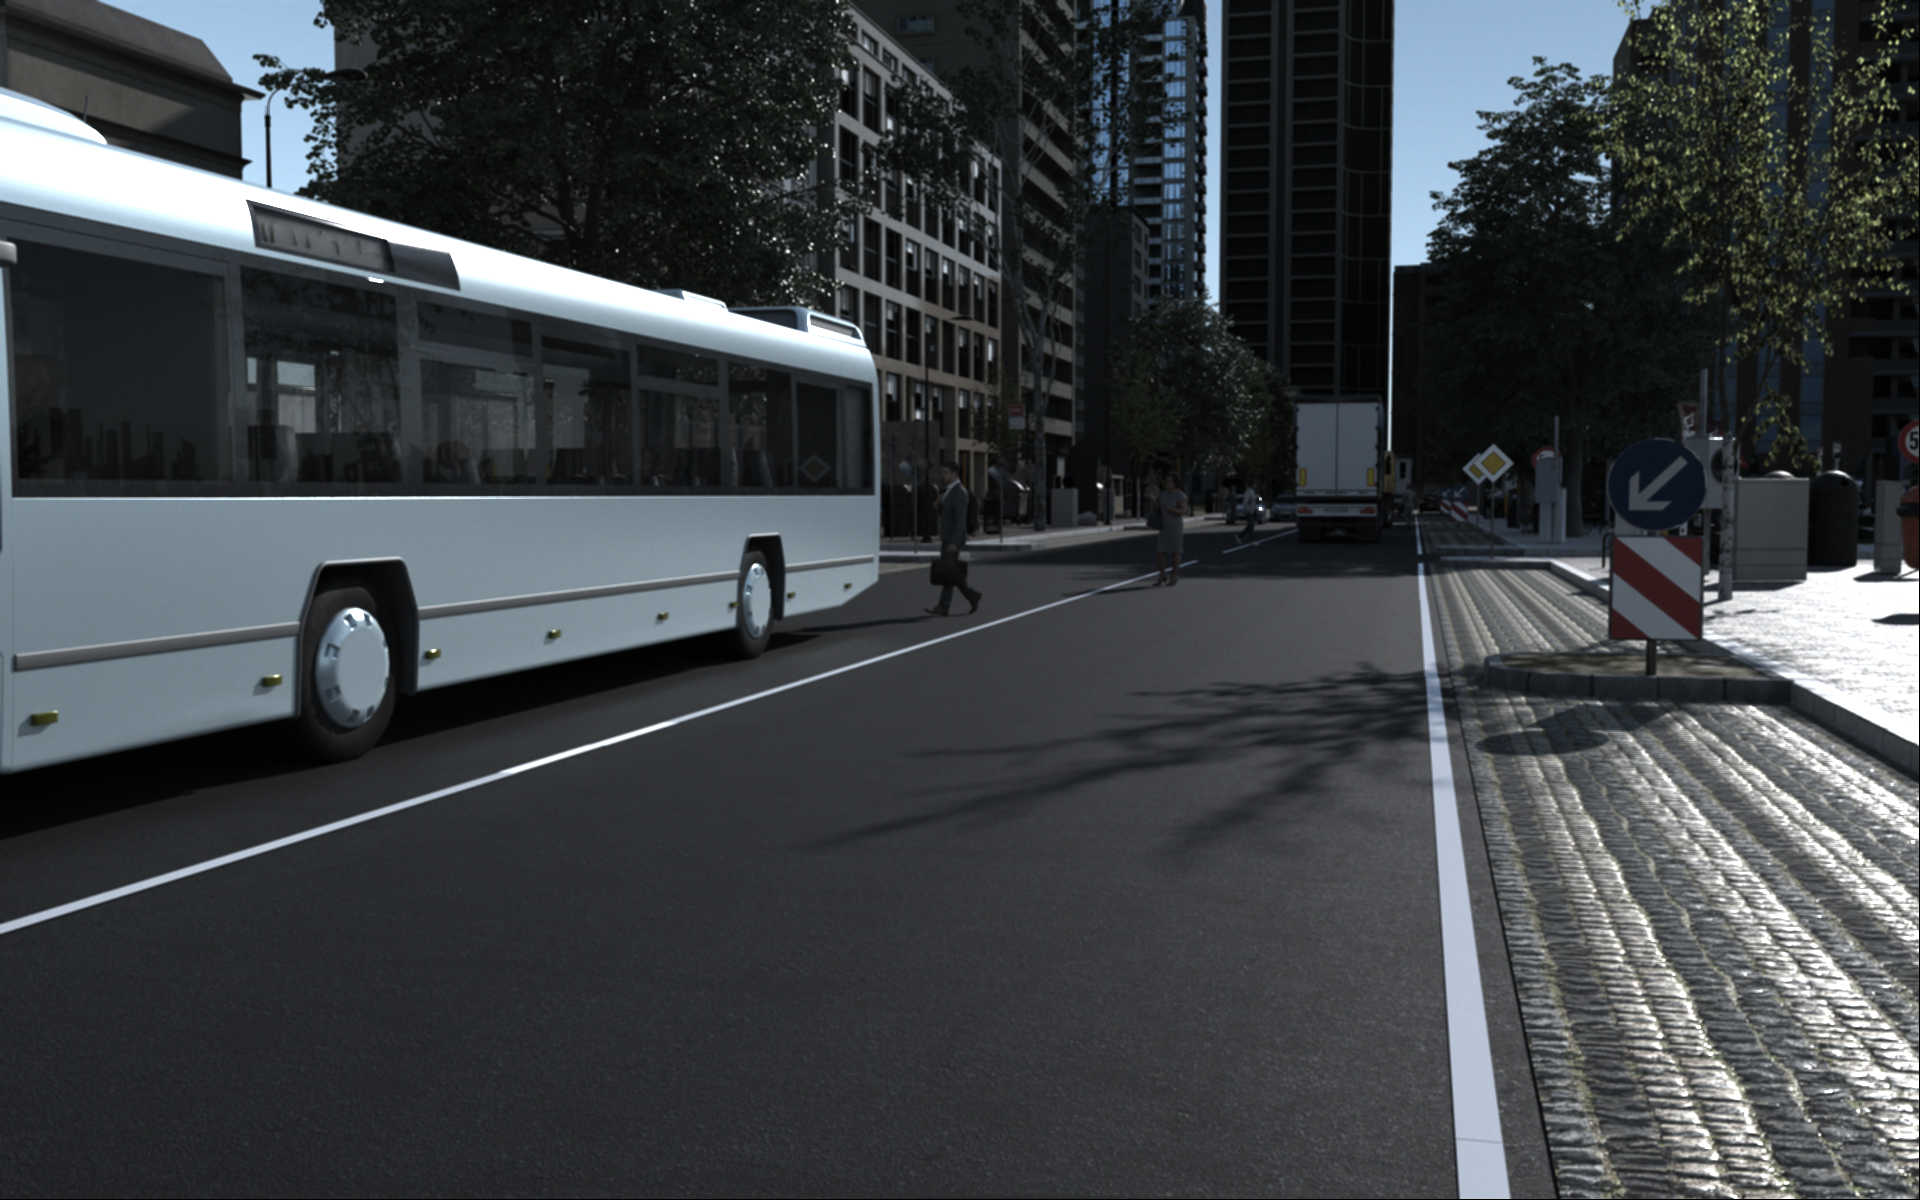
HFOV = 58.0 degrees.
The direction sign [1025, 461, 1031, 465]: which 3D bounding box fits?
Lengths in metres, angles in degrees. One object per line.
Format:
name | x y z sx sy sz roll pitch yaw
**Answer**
direction sign | 4.836 -7.767 118.990 0.876 3.537 0.379 3 5 41

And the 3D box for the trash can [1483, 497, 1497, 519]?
trash can | 27.257 -4.740 89.155 0.748 1.137 0.748 0 3 0

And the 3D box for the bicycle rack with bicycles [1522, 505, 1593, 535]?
bicycle rack with bicycles | 18.933 -2.546 55.012 2.852 0.926 2.925 3 5 43

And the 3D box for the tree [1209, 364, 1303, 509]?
tree | 26.440 -14.274 150.387 9.611 12.733 9.660 0 3 0

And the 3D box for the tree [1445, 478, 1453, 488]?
tree | 52.806 -11.678 185.542 1.663 3.219 1.824 0 3 0

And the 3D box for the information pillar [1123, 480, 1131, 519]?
information pillar | 8.737 -5.256 90.425 0.304 2.012 0.304 -3 4 -36

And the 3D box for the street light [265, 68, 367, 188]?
street light | -7.140 -2.852 19.174 1.470 5.913 1.316 1 4 15

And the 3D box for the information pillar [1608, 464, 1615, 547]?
information pillar | 15.989 -2.301 42.106 0.304 2.012 0.304 -3 4 -36

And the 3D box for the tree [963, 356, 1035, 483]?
tree | 2.427 -8.639 91.611 4.737 8.622 4.395 0 3 0

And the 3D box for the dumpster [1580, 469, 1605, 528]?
dumpster | 24.245 -3.949 67.066 1.502 2.255 1.985 1 4 15

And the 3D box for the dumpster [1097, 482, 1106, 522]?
dumpster | 5.943 -4.505 79.415 1.264 1.857 1.865 1 4 14

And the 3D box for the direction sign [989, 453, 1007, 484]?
direction sign | 2.173 -6.305 95.089 0.876 3.537 0.379 -1 4 -16

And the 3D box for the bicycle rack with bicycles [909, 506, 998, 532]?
bicycle rack with bicycles | -0.562 -2.798 59.123 2.852 0.926 2.925 -1 4 -16

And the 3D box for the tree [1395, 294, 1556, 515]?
tree | 31.523 -11.879 104.597 12.009 13.543 11.850 0 3 0

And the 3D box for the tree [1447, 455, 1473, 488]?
tree | 46.068 -12.768 159.123 4.737 8.622 4.395 0 3 0

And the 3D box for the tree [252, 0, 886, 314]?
tree | -6.088 -7.455 28.547 9.857 13.997 8.962 0 3 0

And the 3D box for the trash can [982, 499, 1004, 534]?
trash can | 1.050 -2.669 55.287 0.748 1.137 0.748 0 3 0

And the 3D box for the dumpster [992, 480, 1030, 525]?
dumpster | 2.090 -4.018 71.450 1.264 1.857 1.865 1 4 15

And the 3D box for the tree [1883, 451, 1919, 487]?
tree | 43.557 -5.762 77.919 4.285 4.588 4.351 0 3 0

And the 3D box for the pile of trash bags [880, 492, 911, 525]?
pile of trash bags | -3.180 -3.777 71.514 3.447 1.369 1.912 2 4 26

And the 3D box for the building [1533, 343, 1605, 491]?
building | 83.316 -22.722 216.543 28.899 21.520 27.650 1 4 15

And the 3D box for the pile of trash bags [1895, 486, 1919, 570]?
pile of trash bags | 12.097 -0.574 19.135 3.447 1.369 1.912 0 4 -1

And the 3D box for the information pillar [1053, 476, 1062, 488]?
information pillar | 3.854 -3.931 68.760 0.304 2.012 0.304 0 4 -8

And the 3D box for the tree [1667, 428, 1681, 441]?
tree | 34.917 -6.208 85.212 4.285 4.588 4.351 0 3 0

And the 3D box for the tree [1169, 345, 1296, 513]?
tree | 17.756 -11.764 118.098 9.928 11.665 9.643 0 3 0

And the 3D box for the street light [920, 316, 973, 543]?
street light | -0.349 -4.452 45.336 1.470 5.913 1.316 1 4 15

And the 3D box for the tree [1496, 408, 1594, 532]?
tree | 19.723 -4.584 58.667 4.285 4.588 4.351 0 3 0

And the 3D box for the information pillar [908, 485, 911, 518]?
information pillar | -2.426 -5.595 82.826 0.183 3.616 0.504 0 4 5

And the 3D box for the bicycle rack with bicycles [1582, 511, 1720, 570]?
bicycle rack with bicycles | 12.382 -1.000 29.730 2.852 0.926 2.925 -1 4 -13

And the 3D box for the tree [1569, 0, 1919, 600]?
tree | 9.496 -4.300 20.667 4.360 8.622 3.978 0 3 0

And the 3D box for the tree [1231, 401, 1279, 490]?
tree | 22.570 -11.294 135.026 4.737 8.622 4.395 0 3 0

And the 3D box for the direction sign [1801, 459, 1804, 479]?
direction sign | 48.175 -6.552 99.121 0.379 3.537 0.876 1 4 21

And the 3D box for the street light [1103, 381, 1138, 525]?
street light | 6.664 -6.062 71.662 1.470 5.913 1.316 1 4 15

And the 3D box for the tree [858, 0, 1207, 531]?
tree | 1.350 -12.433 59.168 12.611 20.169 13.585 0 3 0

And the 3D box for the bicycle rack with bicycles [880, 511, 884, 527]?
bicycle rack with bicycles | -2.993 -3.242 66.389 2.925 0.926 2.852 1 4 12

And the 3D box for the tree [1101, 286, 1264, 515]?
tree | 13.595 -12.171 105.649 9.857 13.997 8.962 0 3 0

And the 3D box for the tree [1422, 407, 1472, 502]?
tree | 51.172 -15.882 177.789 7.486 12.596 7.792 0 3 0

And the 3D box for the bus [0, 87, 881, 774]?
bus | -3.719 -1.062 12.222 2.948 3.499 13.247 1 4 14

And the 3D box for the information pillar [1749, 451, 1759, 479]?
information pillar | 42.630 -6.221 93.068 0.504 3.616 0.183 1 4 11

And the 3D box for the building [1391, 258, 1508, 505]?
building | 60.789 -27.126 215.213 14.107 30.474 14.160 1 4 15

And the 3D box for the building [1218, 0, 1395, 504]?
building | 44.493 -47.911 221.604 20.611 71.187 20.563 1 4 15

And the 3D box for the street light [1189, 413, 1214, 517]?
street light | 13.804 -7.728 98.887 1.470 5.913 1.316 1 4 15

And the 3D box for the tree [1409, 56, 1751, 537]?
tree | 18.391 -8.848 51.328 9.857 13.997 8.962 0 3 0

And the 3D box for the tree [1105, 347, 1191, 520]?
tree | 9.009 -8.291 85.927 4.737 8.622 4.395 0 3 0

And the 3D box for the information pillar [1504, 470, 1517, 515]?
information pillar | 21.315 -4.623 66.947 0.504 3.616 0.183 -1 4 -12
